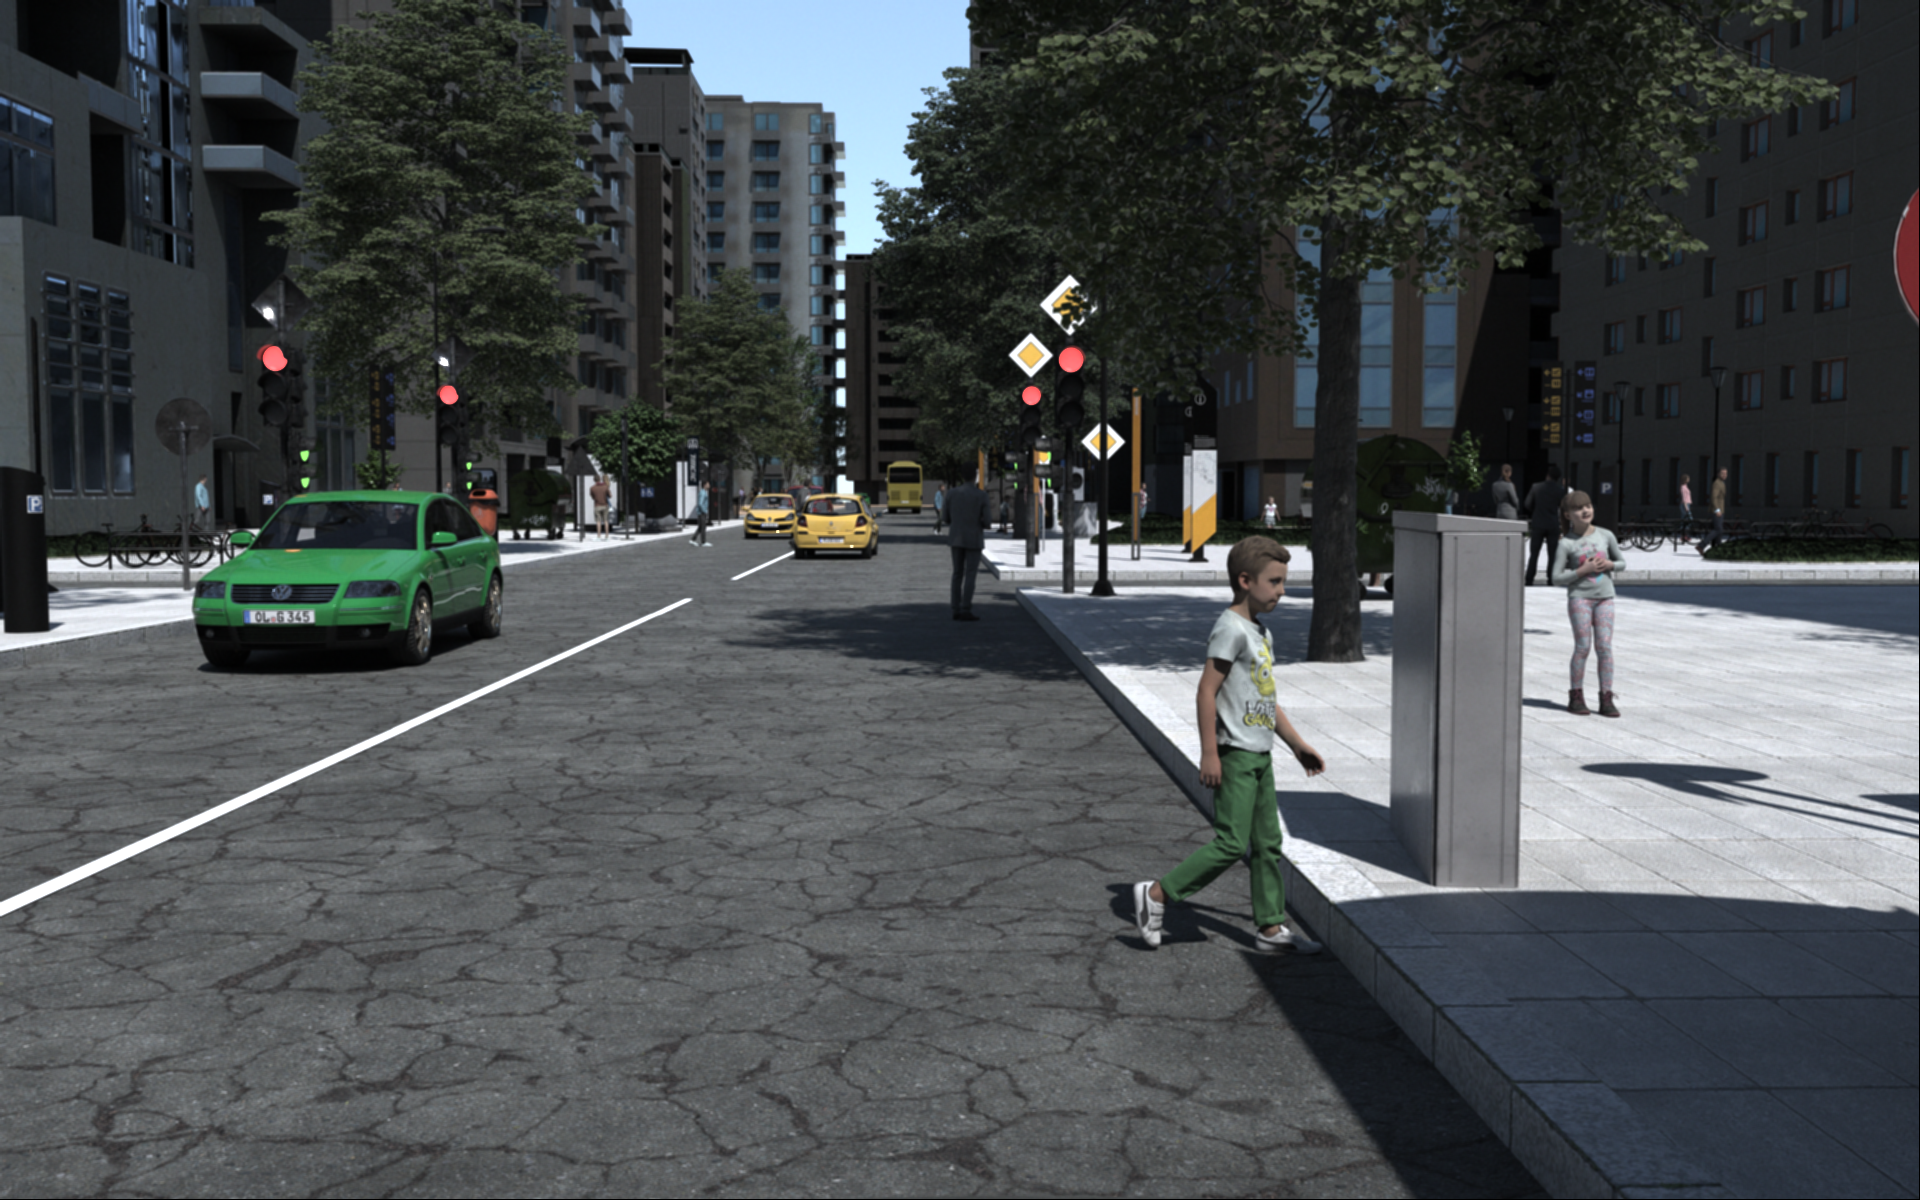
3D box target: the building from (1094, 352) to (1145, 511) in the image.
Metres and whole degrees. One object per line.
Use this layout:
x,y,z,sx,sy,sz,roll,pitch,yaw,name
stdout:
22.506,-49.629,124.100,22.319,86.520,31.000,0,4,-1,building

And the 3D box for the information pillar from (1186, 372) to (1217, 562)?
4.576,-2.521,32.580,0.504,3.616,0.183,-1,4,-10,information pillar

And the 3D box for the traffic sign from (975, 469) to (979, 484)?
0.705,-5.167,84.592,0.768,2.556,0.104,0,4,4,traffic sign

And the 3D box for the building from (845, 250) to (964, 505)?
-6.635,-26.599,206.597,14.107,30.474,14.160,0,4,-1,building

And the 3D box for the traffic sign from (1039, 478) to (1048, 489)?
3.304,-4.190,68.609,0.768,2.556,0.104,0,4,6,traffic sign

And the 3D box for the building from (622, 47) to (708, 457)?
-31.046,-29.257,161.945,14.086,41.232,14.154,0,4,-1,building

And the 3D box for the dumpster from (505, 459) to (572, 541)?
-11.762,-2.805,48.348,1.502,2.255,1.985,0,4,-1,dumpster

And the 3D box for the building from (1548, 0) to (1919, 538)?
38.148,-12.837,54.925,28.899,21.520,27.650,0,4,-1,building

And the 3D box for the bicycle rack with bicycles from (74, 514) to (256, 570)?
-14.065,-1.054,30.615,2.925,0.926,2.852,-1,4,-16,bicycle rack with bicycles

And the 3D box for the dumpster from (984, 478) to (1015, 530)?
1.512,-3.451,62.186,1.264,1.857,1.865,0,4,-1,dumpster

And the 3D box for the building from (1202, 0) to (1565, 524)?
18.764,-26.052,76.065,14.600,45.320,14.200,0,4,-1,building

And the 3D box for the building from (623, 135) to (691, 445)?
-30.079,-22.672,142.389,14.160,30.474,14.107,0,4,-1,building

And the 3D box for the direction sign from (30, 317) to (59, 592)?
-12.020,-1.871,22.584,0.379,3.537,0.876,-2,4,-25,direction sign

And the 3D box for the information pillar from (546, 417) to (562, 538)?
-11.954,-3.648,50.993,0.504,3.616,0.183,2,4,25,information pillar

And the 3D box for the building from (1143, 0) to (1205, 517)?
17.322,-19.994,98.605,14.160,30.474,14.107,0,4,-1,building

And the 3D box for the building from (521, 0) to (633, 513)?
-34.989,-30.573,119.472,23.786,49.044,30.456,0,4,-1,building

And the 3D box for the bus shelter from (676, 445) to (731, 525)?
-11.075,-4.881,73.736,2.014,3.302,5.546,0,4,-1,bus shelter

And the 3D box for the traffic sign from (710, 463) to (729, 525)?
-9.845,-4.327,70.853,0.768,2.556,0.104,0,4,1,traffic sign

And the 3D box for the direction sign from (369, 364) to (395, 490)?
-10.172,-2.359,30.561,0.379,3.537,0.876,0,4,8,direction sign

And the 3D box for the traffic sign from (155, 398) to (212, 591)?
-10.285,-1.398,22.959,0.768,2.556,0.104,0,4,3,traffic sign

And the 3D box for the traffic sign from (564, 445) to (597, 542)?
-10.120,-2.825,46.200,0.884,2.594,0.081,0,4,4,traffic sign

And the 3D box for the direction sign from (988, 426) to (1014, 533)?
1.373,-4.019,57.713,0.876,3.537,0.379,0,4,-3,direction sign

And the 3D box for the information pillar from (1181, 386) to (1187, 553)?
5.060,-2.820,37.459,0.504,3.616,0.183,1,4,21,information pillar

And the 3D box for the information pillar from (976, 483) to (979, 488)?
1.118,-6.019,102.905,0.304,2.012,0.304,1,4,19,information pillar

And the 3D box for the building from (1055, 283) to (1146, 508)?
23.432,-19.069,156.818,27.650,21.520,28.899,0,4,-1,building

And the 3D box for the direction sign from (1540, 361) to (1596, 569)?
10.354,-2.296,29.542,0.876,3.537,0.379,1,4,11,direction sign

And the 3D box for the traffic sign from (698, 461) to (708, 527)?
-10.083,-4.080,66.821,0.768,2.556,0.104,0,4,7,traffic sign

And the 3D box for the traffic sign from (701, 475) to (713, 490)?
-10.432,-4.278,69.953,0.884,2.594,0.081,0,4,4,traffic sign

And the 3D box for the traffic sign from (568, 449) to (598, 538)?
-10.900,-3.065,50.109,0.884,2.594,0.081,0,4,5,traffic sign

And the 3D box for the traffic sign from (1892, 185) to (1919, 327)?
3.826,-0.390,6.483,0.768,2.556,0.104,0,4,1,traffic sign

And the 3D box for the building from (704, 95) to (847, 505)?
-29.022,-36.152,210.698,30.456,49.044,23.786,0,4,-1,building

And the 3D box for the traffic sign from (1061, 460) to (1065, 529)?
3.818,-3.911,64.052,0.768,2.556,0.104,0,4,4,traffic sign

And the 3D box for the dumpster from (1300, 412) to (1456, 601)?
5.165,-1.161,21.476,1.502,2.255,1.985,0,4,-1,dumpster

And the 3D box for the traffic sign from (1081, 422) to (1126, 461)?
2.529,-1.876,30.409,0.795,2.593,0.064,0,4,-1,traffic sign

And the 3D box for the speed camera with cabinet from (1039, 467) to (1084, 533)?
3.171,-3.896,58.038,2.038,3.252,0.660,-2,4,-31,speed camera with cabinet

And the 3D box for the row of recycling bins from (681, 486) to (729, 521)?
-12.194,-4.616,82.581,1.069,1.692,3.534,2,4,24,row of recycling bins

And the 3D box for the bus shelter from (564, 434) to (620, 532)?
-12.365,-4.104,61.030,2.014,3.302,5.546,0,4,-1,bus shelter

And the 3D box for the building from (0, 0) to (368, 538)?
-33.197,-45.288,53.138,22.319,86.520,31.000,0,4,-1,building

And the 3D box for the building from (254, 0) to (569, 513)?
-31.385,-39.703,87.395,20.563,71.187,20.611,0,4,-1,building

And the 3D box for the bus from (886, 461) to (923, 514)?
-4.165,-8.444,129.600,2.896,3.916,12.252,0,4,-2,bus

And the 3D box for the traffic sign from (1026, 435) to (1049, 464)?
1.873,-2.367,38.433,0.795,2.593,0.064,0,4,6,traffic sign

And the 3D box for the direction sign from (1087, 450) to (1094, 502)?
4.616,-4.237,61.275,0.379,3.537,0.876,1,4,18,direction sign
